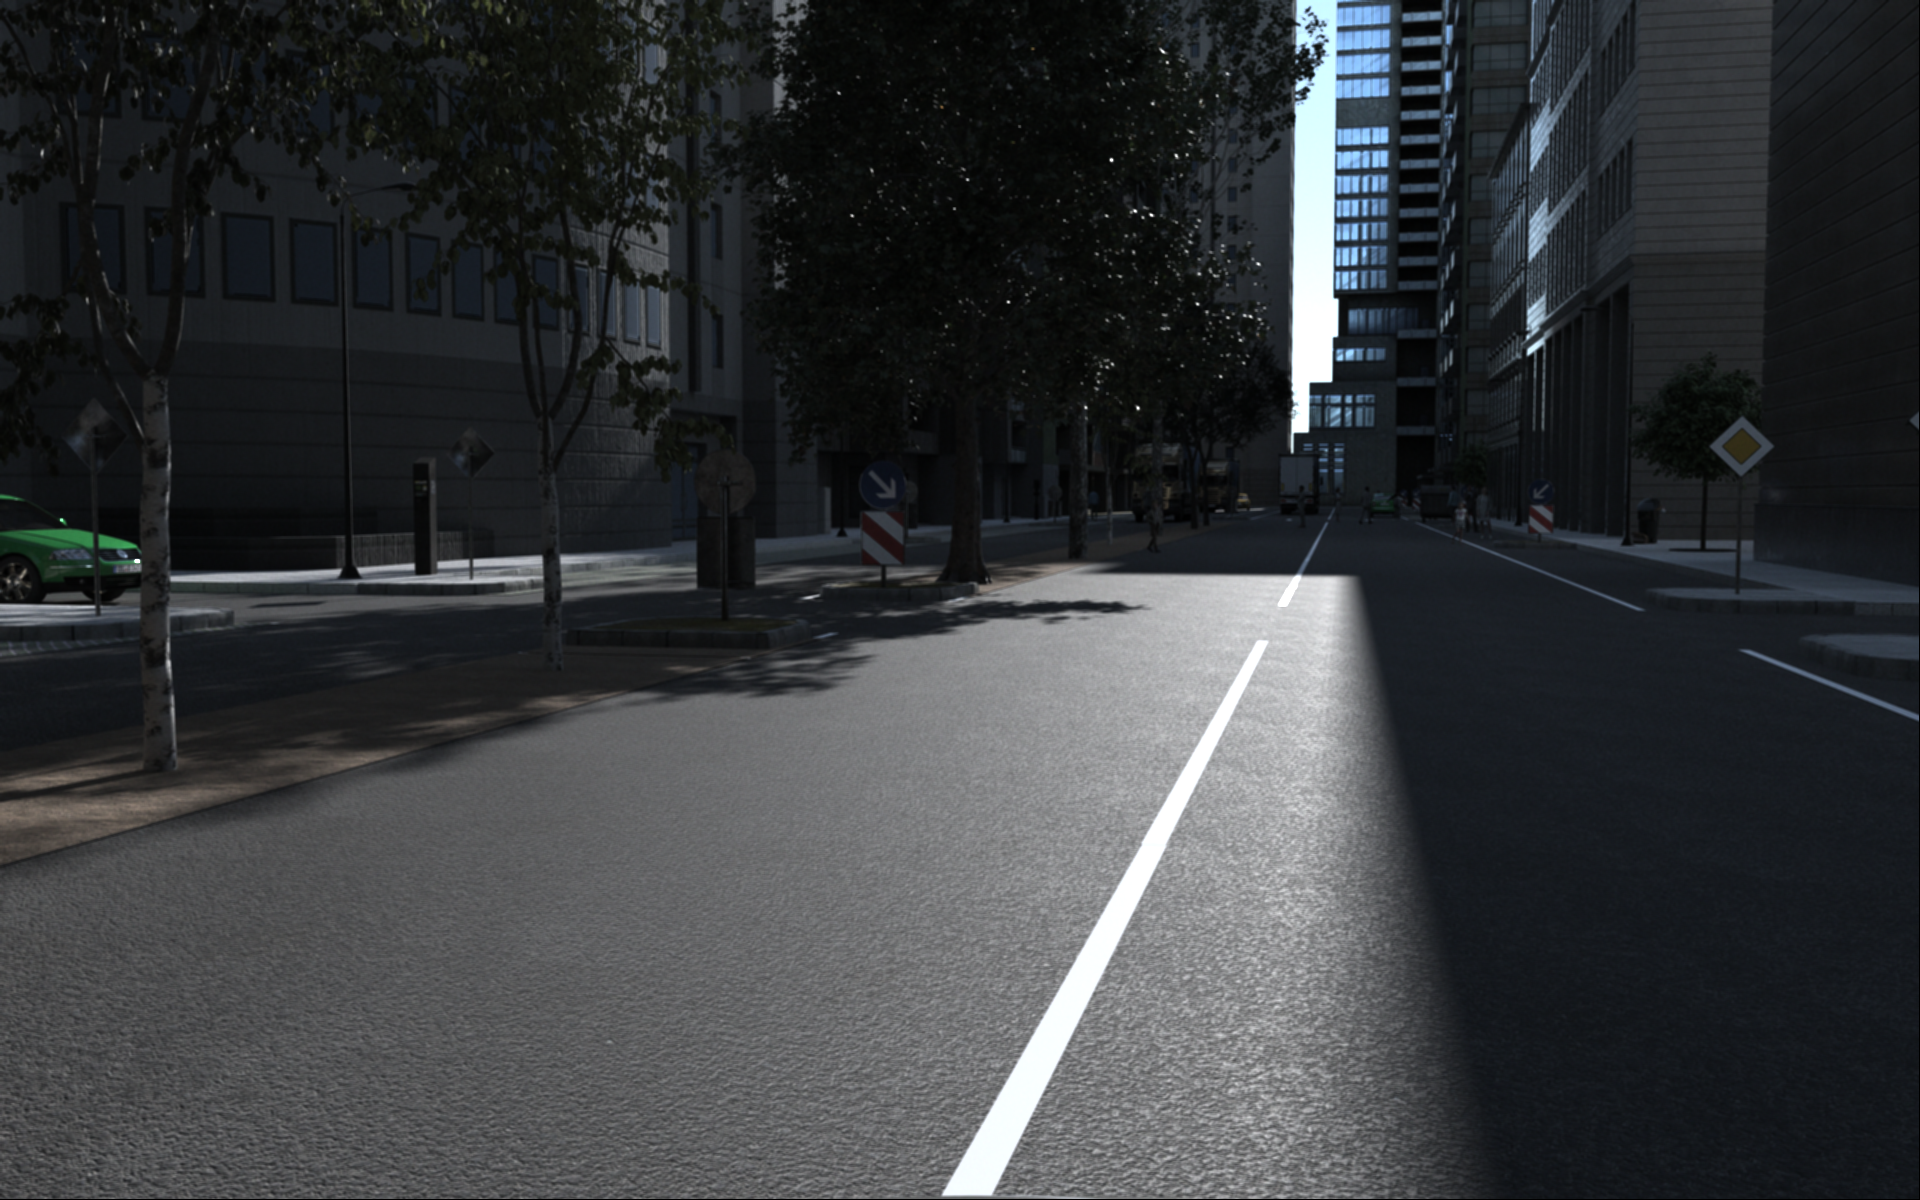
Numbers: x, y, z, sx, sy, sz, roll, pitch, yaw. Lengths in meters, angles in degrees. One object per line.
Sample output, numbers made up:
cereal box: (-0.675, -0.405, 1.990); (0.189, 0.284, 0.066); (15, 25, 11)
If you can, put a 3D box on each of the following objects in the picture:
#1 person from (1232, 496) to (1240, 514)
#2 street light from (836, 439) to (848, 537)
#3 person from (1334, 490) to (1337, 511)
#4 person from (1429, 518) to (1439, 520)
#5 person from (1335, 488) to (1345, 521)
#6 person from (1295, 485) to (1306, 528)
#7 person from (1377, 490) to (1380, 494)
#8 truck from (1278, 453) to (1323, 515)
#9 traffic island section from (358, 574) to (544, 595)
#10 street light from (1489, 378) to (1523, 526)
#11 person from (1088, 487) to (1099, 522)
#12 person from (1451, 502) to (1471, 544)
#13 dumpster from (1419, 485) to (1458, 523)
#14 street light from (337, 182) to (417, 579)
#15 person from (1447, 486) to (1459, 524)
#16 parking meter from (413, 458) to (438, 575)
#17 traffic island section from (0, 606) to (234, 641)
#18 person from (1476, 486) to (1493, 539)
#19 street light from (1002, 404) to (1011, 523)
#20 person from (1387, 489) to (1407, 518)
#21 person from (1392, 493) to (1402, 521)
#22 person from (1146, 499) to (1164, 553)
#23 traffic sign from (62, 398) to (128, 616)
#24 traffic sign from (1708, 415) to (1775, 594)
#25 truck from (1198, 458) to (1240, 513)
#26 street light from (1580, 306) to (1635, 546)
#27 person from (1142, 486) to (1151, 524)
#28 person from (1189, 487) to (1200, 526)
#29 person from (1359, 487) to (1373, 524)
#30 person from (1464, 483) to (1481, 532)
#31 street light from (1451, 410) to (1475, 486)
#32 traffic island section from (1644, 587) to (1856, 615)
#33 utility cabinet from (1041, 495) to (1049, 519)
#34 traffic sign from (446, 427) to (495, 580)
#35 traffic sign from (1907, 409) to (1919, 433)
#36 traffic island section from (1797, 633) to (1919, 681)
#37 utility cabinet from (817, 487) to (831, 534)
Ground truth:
person: (19.940, -7.092, 125.369); (0.530, 1.710, 0.541); (0, 4, -8)
street light: (-3.021, -4.846, 51.779); (1.470, 5.913, 1.316); (1, 4, 12)
person: (32.210, -8.554, 148.350); (0.705, 1.826, 1.348); (0, 4, 4)
person: (26.106, -5.329, 95.731); (0.391, 1.810, 0.635); (-3, 5, -41)
person: (19.985, -5.016, 91.076); (0.524, 1.755, 0.480); (1, 4, 13)
person: (14.576, -4.008, 74.211); (0.466, 1.800, 0.511); (-1, 4, -10)
person: (31.448, -7.381, 130.096); (0.541, 1.710, 0.530); (-3, 5, -44)
truck: (24.455, -8.288, 124.418); (2.839, 4.237, 11.283); (1, 4, 14)
traffic island section: (-7.352, -0.227, 25.993); (2.009, 0.180, 2.903); (1, 4, 12)
street light: (21.911, -5.934, 69.557); (1.470, 5.913, 1.316); (1, 4, 12)
person: (6.917, -4.936, 89.547); (0.601, 1.785, 0.444); (0, 4, -5)
person: (14.356, -2.208, 49.617); (0.505, 1.210, 0.382); (0, 4, 4)
dumpster: (23.788, -4.762, 86.080); (1.865, 1.857, 1.264); (1, 4, 12)
street light: (-8.761, -3.273, 26.058); (1.470, 5.913, 1.316); (1, 4, 12)
person: (22.992, -4.406, 80.559); (0.660, 1.820, 0.620); (-3, 4, -39)
parking meter: (-8.503, -1.335, 27.539); (0.255, 1.863, 0.399); (0, 4, 2)
traffic island section: (-9.074, 0.250, 18.195); (2.009, 0.180, 2.903); (1, 4, 12)
person: (16.851, -2.822, 55.640); (0.512, 1.701, 0.522); (1, 4, 15)
street light: (2.619, -6.411, 77.359); (1.470, 5.913, 1.316); (1, 4, 12)
person: (26.118, -5.763, 103.547); (1.217, 1.723, 0.721); (0, 4, -5)
person: (23.487, -5.014, 93.068); (0.503, 1.515, 0.523); (0, 4, -6)
person: (4.798, -1.820, 42.528); (0.475, 1.303, 0.640); (-2, 4, -32)
traffic sign: (-9.049, -0.886, 18.128); (0.795, 2.450, 0.064); (1, 4, 12)
traffic sign: (9.947, -1.129, 22.106); (0.795, 2.450, 0.064); (1, 4, 12)
truck: (20.492, -9.087, 137.485); (2.839, 4.237, 11.283); (1, 4, 14)
street light: (16.031, -4.303, 42.902); (1.470, 5.913, 1.316); (1, 4, 12)
person: (8.988, -4.573, 83.449); (0.537, 1.800, 0.526); (-1, 4, -19)
person: (10.422, -4.138, 76.710); (0.519, 1.759, 0.362); (-3, 4, -37)
person: (19.492, -4.551, 83.180); (0.850, 1.792, 0.678); (-3, 4, -39)
person: (19.287, -3.481, 65.224); (0.655, 1.846, 0.447); (0, 4, 0)
street light: (27.646, -7.498, 95.127); (1.470, 5.913, 1.316); (1, 4, 12)
traffic island section: (9.972, 0.006, 22.178); (2.009, 0.180, 2.903); (1, 4, 12)
utility cabinet: (4.411, -4.812, 89.833); (0.306, 1.237, 1.020); (0, 4, -6)
traffic sign: (-7.328, -1.363, 25.926); (0.795, 2.450, 0.064); (1, 4, 12)
traffic sign: (8.226, -0.652, 14.308); (0.795, 2.450, 0.064); (1, 4, 12)
traffic island section: (8.251, 0.483, 14.380); (2.009, 0.180, 2.903); (1, 4, 12)
utility cabinet: (-4.631, -2.831, 54.970); (1.173, 1.500, 0.318); (3, 4, 36)
